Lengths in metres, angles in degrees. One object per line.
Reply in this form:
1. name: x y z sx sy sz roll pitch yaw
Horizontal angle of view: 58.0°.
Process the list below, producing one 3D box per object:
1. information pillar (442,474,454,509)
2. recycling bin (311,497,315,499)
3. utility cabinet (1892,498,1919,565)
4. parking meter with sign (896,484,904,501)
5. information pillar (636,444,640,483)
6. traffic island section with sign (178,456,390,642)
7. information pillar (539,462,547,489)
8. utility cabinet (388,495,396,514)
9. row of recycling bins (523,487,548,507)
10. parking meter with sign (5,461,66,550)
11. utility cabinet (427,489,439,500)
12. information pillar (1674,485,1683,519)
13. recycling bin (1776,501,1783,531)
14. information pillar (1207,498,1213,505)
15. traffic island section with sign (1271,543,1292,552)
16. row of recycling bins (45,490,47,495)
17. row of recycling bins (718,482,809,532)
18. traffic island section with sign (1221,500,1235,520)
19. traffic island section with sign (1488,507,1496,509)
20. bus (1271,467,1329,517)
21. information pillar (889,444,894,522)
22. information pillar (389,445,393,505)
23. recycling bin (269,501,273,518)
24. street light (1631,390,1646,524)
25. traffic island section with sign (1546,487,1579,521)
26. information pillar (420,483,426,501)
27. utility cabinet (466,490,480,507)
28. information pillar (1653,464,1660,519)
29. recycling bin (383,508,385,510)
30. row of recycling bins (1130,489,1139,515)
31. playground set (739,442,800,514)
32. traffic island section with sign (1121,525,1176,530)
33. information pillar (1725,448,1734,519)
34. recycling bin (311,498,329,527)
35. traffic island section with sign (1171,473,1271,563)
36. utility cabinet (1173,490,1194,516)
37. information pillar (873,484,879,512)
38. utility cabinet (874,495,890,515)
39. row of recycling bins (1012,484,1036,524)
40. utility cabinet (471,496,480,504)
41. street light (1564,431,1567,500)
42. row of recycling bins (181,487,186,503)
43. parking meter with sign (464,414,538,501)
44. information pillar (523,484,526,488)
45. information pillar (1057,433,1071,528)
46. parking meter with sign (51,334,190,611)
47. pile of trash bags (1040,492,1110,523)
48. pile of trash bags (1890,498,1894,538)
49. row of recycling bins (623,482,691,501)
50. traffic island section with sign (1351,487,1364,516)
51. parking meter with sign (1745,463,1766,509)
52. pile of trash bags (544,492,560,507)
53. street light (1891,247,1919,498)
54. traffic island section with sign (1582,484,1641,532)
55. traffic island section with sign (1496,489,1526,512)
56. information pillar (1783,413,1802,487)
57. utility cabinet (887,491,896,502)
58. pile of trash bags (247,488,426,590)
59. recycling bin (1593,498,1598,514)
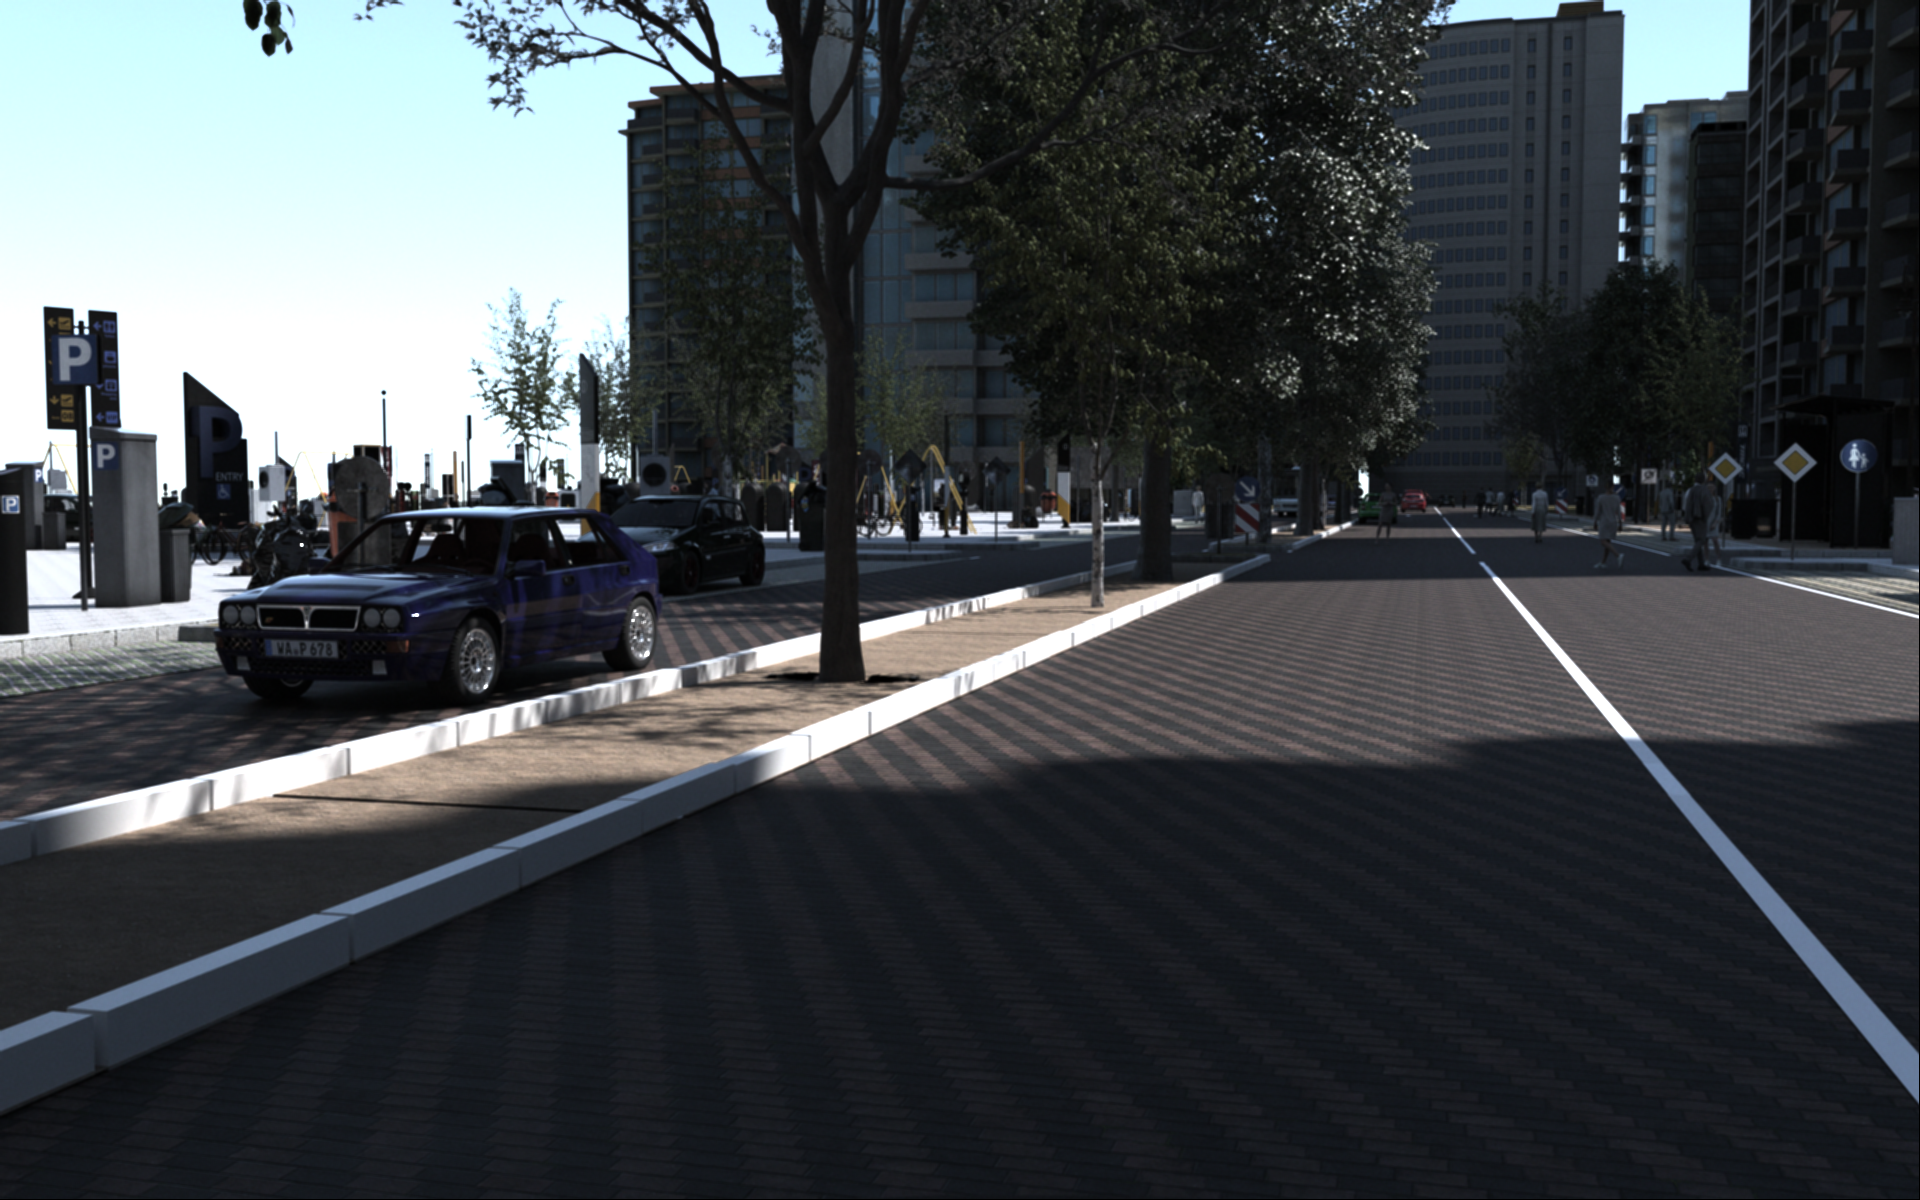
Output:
1. information pillar: -18.492 -3.553 62.576 0.304 2.012 0.304 2 4 32
2. recycling bin: -48.422 -7.204 130.346 0.722 1.027 0.722 -1 4 -9
3. utility cabinet: 17.470 -1.235 31.349 1.020 1.237 0.306 2 4 27
4. parking meter with sign: -4.078 -7.846 124.547 1.738 3.016 0.543 -3 5 -43
5. information pillar: -15.158 -5.523 81.648 0.183 3.616 0.504 -1 4 -22
6. traffic island section with sign: -6.341 -0.535 17.374 1.989 1.847 2.006 1 4 15
7. information pillar: -27.504 -7.521 114.319 0.504 3.616 0.183 -3 5 -40
8. utility cabinet: -36.707 -6.169 112.022 0.306 1.237 1.020 0 4 3
9. row of recycling bins: -24.747 -5.580 98.342 3.534 1.692 1.069 2 4 34
10. parking meter with sign: -21.521 -2.666 39.853 1.738 3.016 0.543 0 4 4
11. utility cabinet: -21.142 -3.723 69.542 0.318 1.500 1.173 -2 4 -25
12. information pillar: 36.552 -5.117 88.160 0.304 2.012 0.304 0 4 -1
13. recycling bin: 28.556 -2.890 59.806 0.722 1.027 0.722 -1 4 -19
14. information pillar: 16.192 -6.584 112.147 0.304 2.012 0.304 2 4 28
15. traffic island section with sign: 7.342 -2.184 43.847 2.006 1.907 1.989 1 4 15
16. row of recycling bins: -51.396 -5.298 93.732 3.534 1.692 1.069 -2 4 -27
17. row of recycling bins: -6.677 -3.224 59.818 3.534 1.692 1.069 1 4 11
18. traffic island section with sign: 14.800 -5.368 96.397 1.989 1.847 2.006 1 4 15
19. traffic island section with sign: 51.546 -9.610 165.755 1.989 1.847 2.006 1 4 15
20. bus: 22.037 -7.146 111.697 2.948 3.499 13.247 1 4 16
21. information pillar: -3.153 -5.446 80.399 0.183 3.616 0.504 -1 4 -16
22. information pillar: -26.918 -5.539 81.923 0.183 3.616 0.504 0 4 -6
23. recycling bin: -36.635 -4.797 90.992 0.722 1.027 0.722 1 4 13
24. street light: 29.434 -6.265 75.214 0.468 5.910 1.993 1 4 15
25. traffic island section with sign: 31.922 -5.126 92.439 1.989 1.847 2.006 1 4 15
26. information pillar: -36.071 -6.845 116.409 0.304 2.012 0.304 1 4 17
27. utility cabinet: -29.666 -5.968 106.255 1.173 1.500 0.318 -2 4 -34
28. information pillar: 35.741 -5.960 88.796 0.183 3.616 0.504 3 4 36
29. recycling bin: -41.649 -6.810 123.895 0.722 1.027 0.722 3 5 41
30. row of recycling bins: 11.402 -6.015 105.456 1.069 1.692 3.534 2 4 34
31. playground set: -10.247 -6.747 97.095 5.637 4.214 5.302 2 4 26
32. traffic island section with sign: 7.629 -3.729 69.593 1.989 1.847 2.006 1 4 15
33. information pillar: 39.283 -5.930 88.311 0.183 3.616 0.504 0 4 -2
34. recycling bin: -24.572 -3.347 67.273 0.722 1.027 0.722 2 4 34
35. traffic island section with sign: 5.418 -1.747 36.694 2.006 1.907 1.989 1 4 15
36. utility cabinet: 12.832 -5.538 99.224 1.173 1.500 0.318 3 5 39
37. information pillar: -6.007 -7.308 123.971 0.304 2.012 0.304 -3 5 -43
38. utility cabinet: -4.810 -5.867 107.081 1.020 1.237 0.306 0 4 5
39. row of recycling bins: 2.755 -4.146 74.894 1.069 1.692 3.534 0 4 1
40. utility cabinet: -15.016 -2.670 54.815 1.020 1.237 0.306 -1 4 -19
41. street light: 39.511 -8.571 112.927 0.468 5.910 1.993 1 4 15
42. row of recycling bins: -44.470 -5.870 103.090 3.534 1.692 1.069 -1 4 -17
43. parking meter with sign: -10.042 -2.579 38.422 1.738 3.016 0.543 -1 4 -23
44. information pillar: -32.707 -7.691 130.234 0.304 2.012 0.304 3 4 36
45. information pillar: 3.925 -4.522 65.289 0.504 3.616 0.183 2 4 27
46. parking meter with sign: -9.523 -1.440 19.807 0.543 3.016 1.738 1 4 9
47. pile of trash bags: 5.089 -4.234 78.973 3.447 1.369 1.912 3 4 37
48. pile of trash bags: 26.774 -2.570 51.769 3.447 1.369 1.912 3 4 38
49. row of recycling bins: -10.409 -3.230 59.924 1.069 1.692 3.534 2 4 32
50. traffic island section with sign: 26.758 -6.624 116.444 2.006 1.907 1.989 1 4 15
51. parking meter with sign: 44.477 -6.129 96.473 1.738 3.016 0.543 -1 4 -15
52. pile of trash bags: -18.512 -4.538 83.949 3.447 1.369 1.912 2 4 27
53. street light: 17.930 -3.660 32.621 0.468 5.910 1.993 1 4 15
54. traffic island section with sign: 24.889 -3.519 66.171 1.989 1.847 2.006 1 4 15
55. traffic island section with sign: 44.569 -8.018 139.715 1.989 1.847 2.006 1 4 15
56. information pillar: 23.310 -3.498 48.549 0.504 3.616 0.183 1 4 19
57. utility cabinet: -4.759 -6.395 113.236 1.173 1.500 0.318 1 4 9
58. pile of trash bags: -8.110 -0.774 22.415 1.912 1.369 3.447 -2 4 -27
59. recycling bin: 40.997 -6.051 111.495 0.722 1.027 0.722 1 4 9
